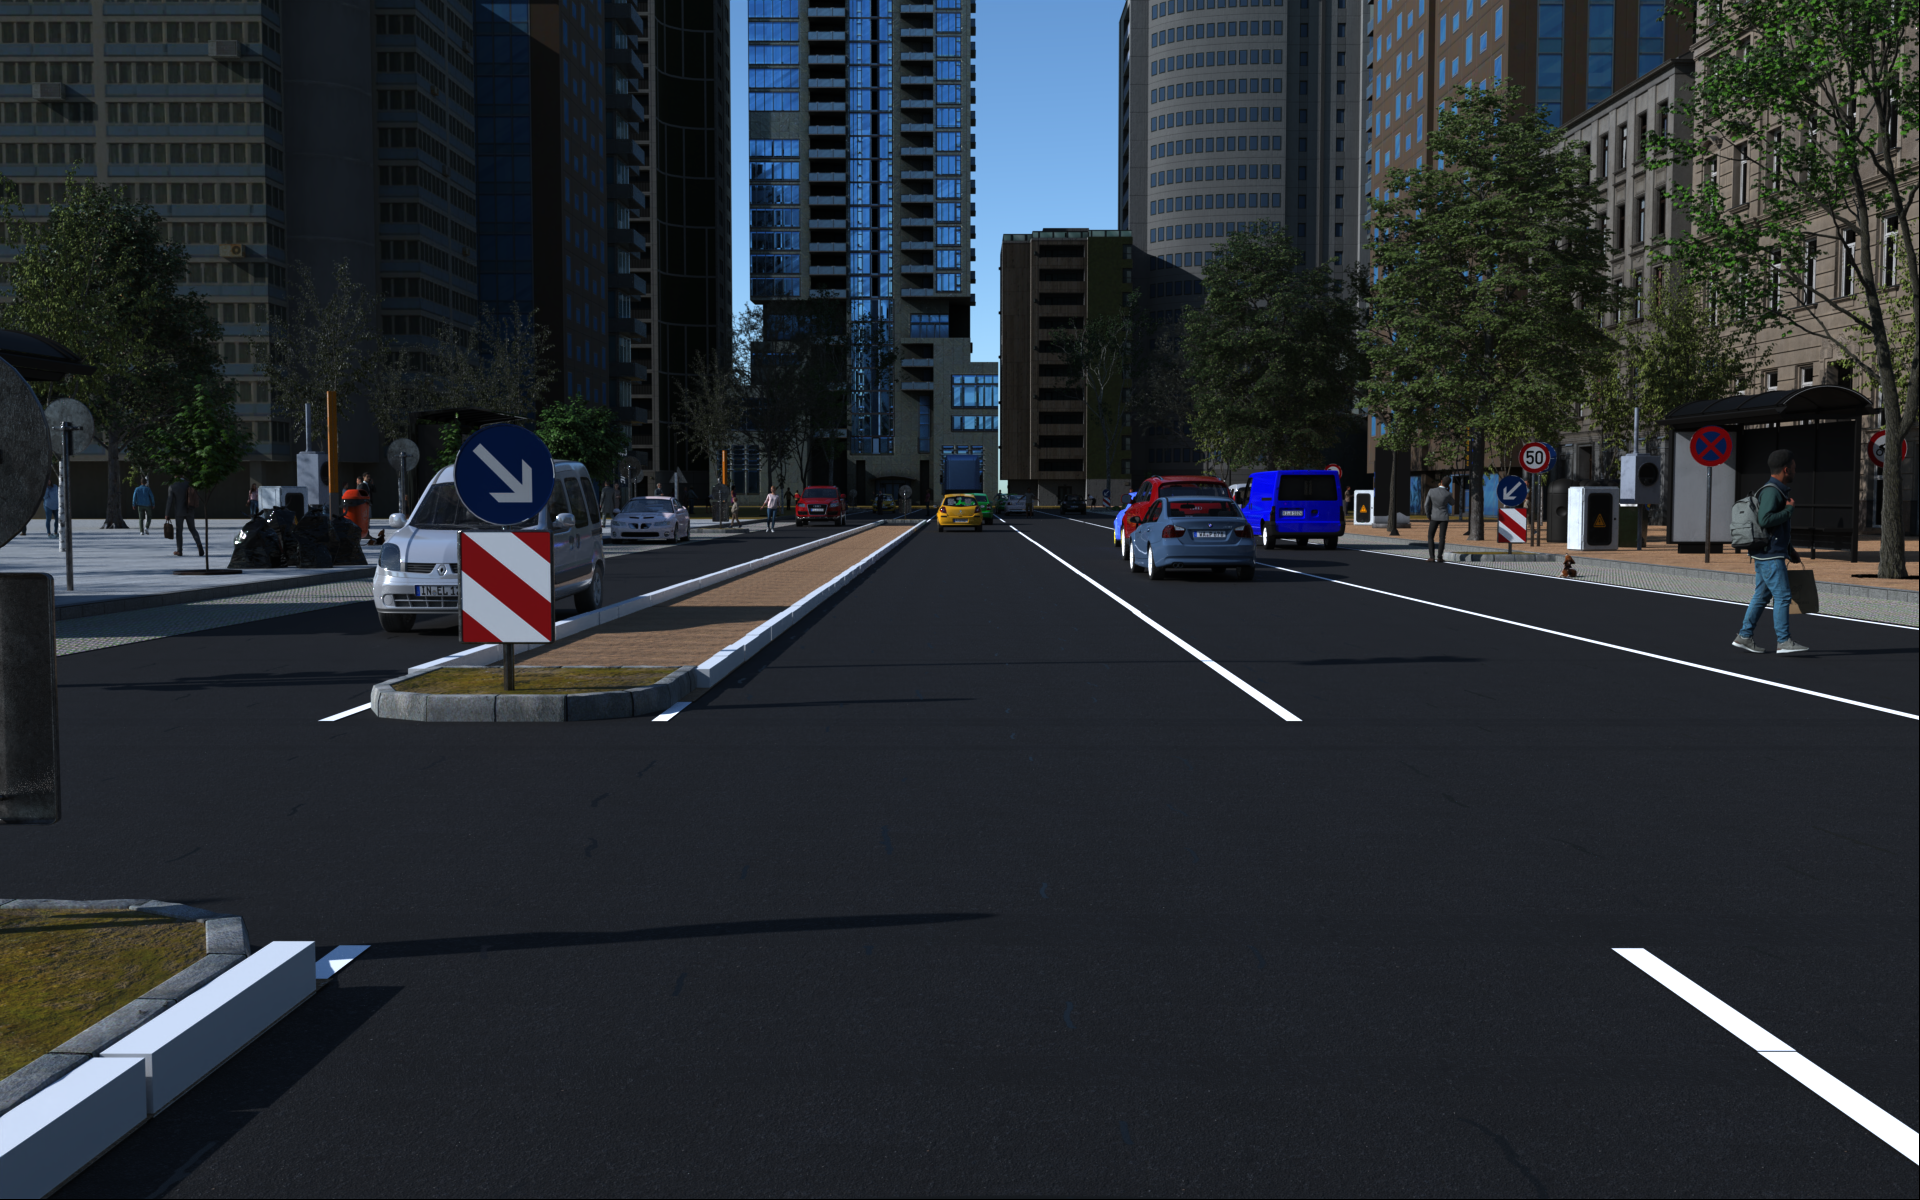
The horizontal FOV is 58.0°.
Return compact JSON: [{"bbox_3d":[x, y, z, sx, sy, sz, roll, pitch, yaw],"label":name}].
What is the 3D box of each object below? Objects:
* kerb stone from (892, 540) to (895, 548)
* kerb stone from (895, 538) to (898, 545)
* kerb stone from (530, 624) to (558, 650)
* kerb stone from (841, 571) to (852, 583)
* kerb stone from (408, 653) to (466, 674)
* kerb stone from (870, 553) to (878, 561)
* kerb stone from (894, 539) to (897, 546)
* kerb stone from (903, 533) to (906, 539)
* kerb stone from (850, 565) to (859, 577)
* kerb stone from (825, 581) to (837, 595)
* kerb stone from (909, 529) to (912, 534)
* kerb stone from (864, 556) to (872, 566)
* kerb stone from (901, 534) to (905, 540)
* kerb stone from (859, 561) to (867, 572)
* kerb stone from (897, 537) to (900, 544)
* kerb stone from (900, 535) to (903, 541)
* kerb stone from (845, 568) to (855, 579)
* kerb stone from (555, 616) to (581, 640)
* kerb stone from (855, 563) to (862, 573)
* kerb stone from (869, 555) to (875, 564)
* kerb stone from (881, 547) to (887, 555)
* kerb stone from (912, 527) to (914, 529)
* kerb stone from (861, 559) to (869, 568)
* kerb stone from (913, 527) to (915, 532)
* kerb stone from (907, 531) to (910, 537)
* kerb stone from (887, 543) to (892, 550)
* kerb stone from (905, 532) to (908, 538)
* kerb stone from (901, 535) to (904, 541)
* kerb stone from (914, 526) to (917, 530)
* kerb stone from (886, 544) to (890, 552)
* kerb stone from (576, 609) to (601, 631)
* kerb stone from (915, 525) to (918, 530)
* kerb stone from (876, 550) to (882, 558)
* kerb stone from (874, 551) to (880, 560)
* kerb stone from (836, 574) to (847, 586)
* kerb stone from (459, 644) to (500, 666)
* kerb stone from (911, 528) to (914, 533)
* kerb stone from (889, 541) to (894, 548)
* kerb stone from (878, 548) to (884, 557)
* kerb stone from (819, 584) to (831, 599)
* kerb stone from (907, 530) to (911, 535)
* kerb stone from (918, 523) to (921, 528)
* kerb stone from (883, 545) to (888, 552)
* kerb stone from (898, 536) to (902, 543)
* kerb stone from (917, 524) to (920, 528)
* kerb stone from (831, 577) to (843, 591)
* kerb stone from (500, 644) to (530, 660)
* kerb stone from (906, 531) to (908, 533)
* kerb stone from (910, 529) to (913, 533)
[{"bbox_3d":[-1.825,-1.397,45.034,0.120,0.150,1.000,0,4,0],"label":"kerb stone"},{"bbox_3d":[-1.823,-1.522,47.082,0.120,0.150,1.000,0,4,0],"label":"kerb stone"},{"bbox_3d":[-3.985,0.362,16.295,0.120,0.150,1.000,0,4,0],"label":"kerb stone"},{"bbox_3d":[-1.855,-0.329,27.579,0.120,0.150,1.000,0,4,0],"label":"kerb stone"},{"bbox_3d":[-3.994,0.549,13.227,0.120,0.150,1.000,0,4,0],"label":"kerb stone"},{"bbox_3d":[-1.833,-0.832,35.804,0.120,0.150,1.000,0,4,0],"label":"kerb stone"},{"bbox_3d":[-1.817,-1.457,46.056,0.120,0.150,1.000,0,4,0],"label":"kerb stone"},{"bbox_3d":[-1.801,-1.896,53.234,0.120,0.150,1.000,0,4,0],"label":"kerb stone"},{"bbox_3d":[-1.855,-0.455,29.634,0.120,0.150,1.000,0,4,0],"label":"kerb stone"},{"bbox_3d":[-1.872,-0.140,24.503,0.120,0.150,1.000,0,4,0],"label":"kerb stone"},{"bbox_3d":[-1.784,-2.212,58.370,0.120,0.150,1.000,0,4,0],"label":"kerb stone"},{"bbox_3d":[-1.848,-0.706,33.741,0.120,0.150,1.000,0,4,0],"label":"kerb stone"},{"bbox_3d":[-1.809,-1.835,52.202,0.120,0.150,1.000,0,4,0],"label":"kerb stone"},{"bbox_3d":[-1.846,-0.581,31.692,0.120,0.150,1.000,0,4,0],"label":"kerb stone"},{"bbox_3d":[-1.811,-1.585,48.105,0.120,0.150,1.000,0,4,0],"label":"kerb stone"},{"bbox_3d":[-1.804,-1.710,50.150,0.120,0.150,1.000,0,4,0],"label":"kerb stone"},{"bbox_3d":[-1.864,-0.392,28.605,0.120,0.150,1.000,0,4,0],"label":"kerb stone"},{"bbox_3d":[-3.985,0.298,17.325,0.120,0.150,1.000,0,4,0],"label":"kerb stone"},{"bbox_3d":[-1.865,-0.517,30.666,0.120,0.150,1.000,0,4,0],"label":"kerb stone"},{"bbox_3d":[-1.846,-0.769,34.774,0.120,0.150,1.000,0,4,0],"label":"kerb stone"},{"bbox_3d":[-1.832,-1.080,39.906,0.120,0.150,1.000,0,4,0],"label":"kerb stone"},{"bbox_3d":[-1.790,-2.400,61.440,0.120,0.150,1.000,0,4,0],"label":"kerb stone"},{"bbox_3d":[-1.849,-0.633,32.715,0.120,0.150,1.000,0,4,0],"label":"kerb stone"},{"bbox_3d":[-1.788,-2.460,62.463,0.120,0.150,1.000,0,4,0],"label":"kerb stone"},{"bbox_3d":[-1.795,-2.087,56.315,0.120,0.150,1.000,0,4,0],"label":"kerb stone"},{"bbox_3d":[-1.824,-1.272,42.989,0.120,0.150,1.000,0,4,0],"label":"kerb stone"},{"bbox_3d":[-1.798,-1.961,54.260,0.120,0.150,1.000,0,4,0],"label":"kerb stone"},{"bbox_3d":[-1.806,-1.773,51.180,0.120,0.150,1.000,0,4,0],"label":"kerb stone"},{"bbox_3d":[-1.780,-2.588,64.513,0.120,0.150,1.000,0,4,0],"label":"kerb stone"},{"bbox_3d":[-1.829,-1.209,41.965,0.120,0.150,1.000,0,4,0],"label":"kerb stone"},{"bbox_3d":[-3.992,0.235,18.348,0.120,0.150,1.000,0,4,0],"label":"kerb stone"},{"bbox_3d":[-1.774,-2.646,65.536,0.120,0.150,1.000,0,4,0],"label":"kerb stone"},{"bbox_3d":[-1.840,-0.956,37.855,0.120,0.150,1.000,0,4,0],"label":"kerb stone"},{"bbox_3d":[-1.846,-0.895,36.827,0.120,0.150,1.000,0,4,0],"label":"kerb stone"},{"bbox_3d":[-1.868,-0.266,26.550,0.120,0.150,1.000,0,4,0],"label":"kerb stone"},{"bbox_3d":[-3.997,0.487,14.250,0.120,0.150,1.000,0,4,0],"label":"kerb stone"},{"bbox_3d":[-1.781,-2.338,60.418,0.120,0.150,1.000,0,4,0],"label":"kerb stone"},{"bbox_3d":[-1.826,-1.334,44.012,0.120,0.150,1.000,0,4,0],"label":"kerb stone"},{"bbox_3d":[-1.839,-1.021,38.884,0.120,0.150,1.000,0,4,0],"label":"kerb stone"},{"bbox_3d":[-1.879,-0.078,23.480,0.120,0.150,1.000,0,4,0],"label":"kerb stone"},{"bbox_3d":[-1.796,-2.147,57.343,0.120,0.150,1.000,0,4,0],"label":"kerb stone"},{"bbox_3d":[-1.758,-2.896,69.637,0.120,0.150,1.000,0,4,0],"label":"kerb stone"},{"bbox_3d":[-1.833,-1.145,40.933,0.120,0.150,1.000,0,4,0],"label":"kerb stone"},{"bbox_3d":[-1.809,-1.647,49.127,0.120,0.150,1.000,0,4,0],"label":"kerb stone"},{"bbox_3d":[-1.767,-2.839,68.614,0.120,0.150,1.000,0,4,0],"label":"kerb stone"},{"bbox_3d":[-1.862,-0.201,25.528,0.120,0.150,1.000,0,4,0],"label":"kerb stone"},{"bbox_3d":[-3.997,0.424,15.272,0.120,0.150,1.000,0,4,0],"label":"kerb stone"},{"bbox_3d":[-1.801,-2.024,55.285,0.120,0.150,1.000,0,4,0],"label":"kerb stone"},{"bbox_3d":[-1.787,-2.275,59.396,0.120,0.150,1.000,0,4,0],"label":"kerb stone"}]
